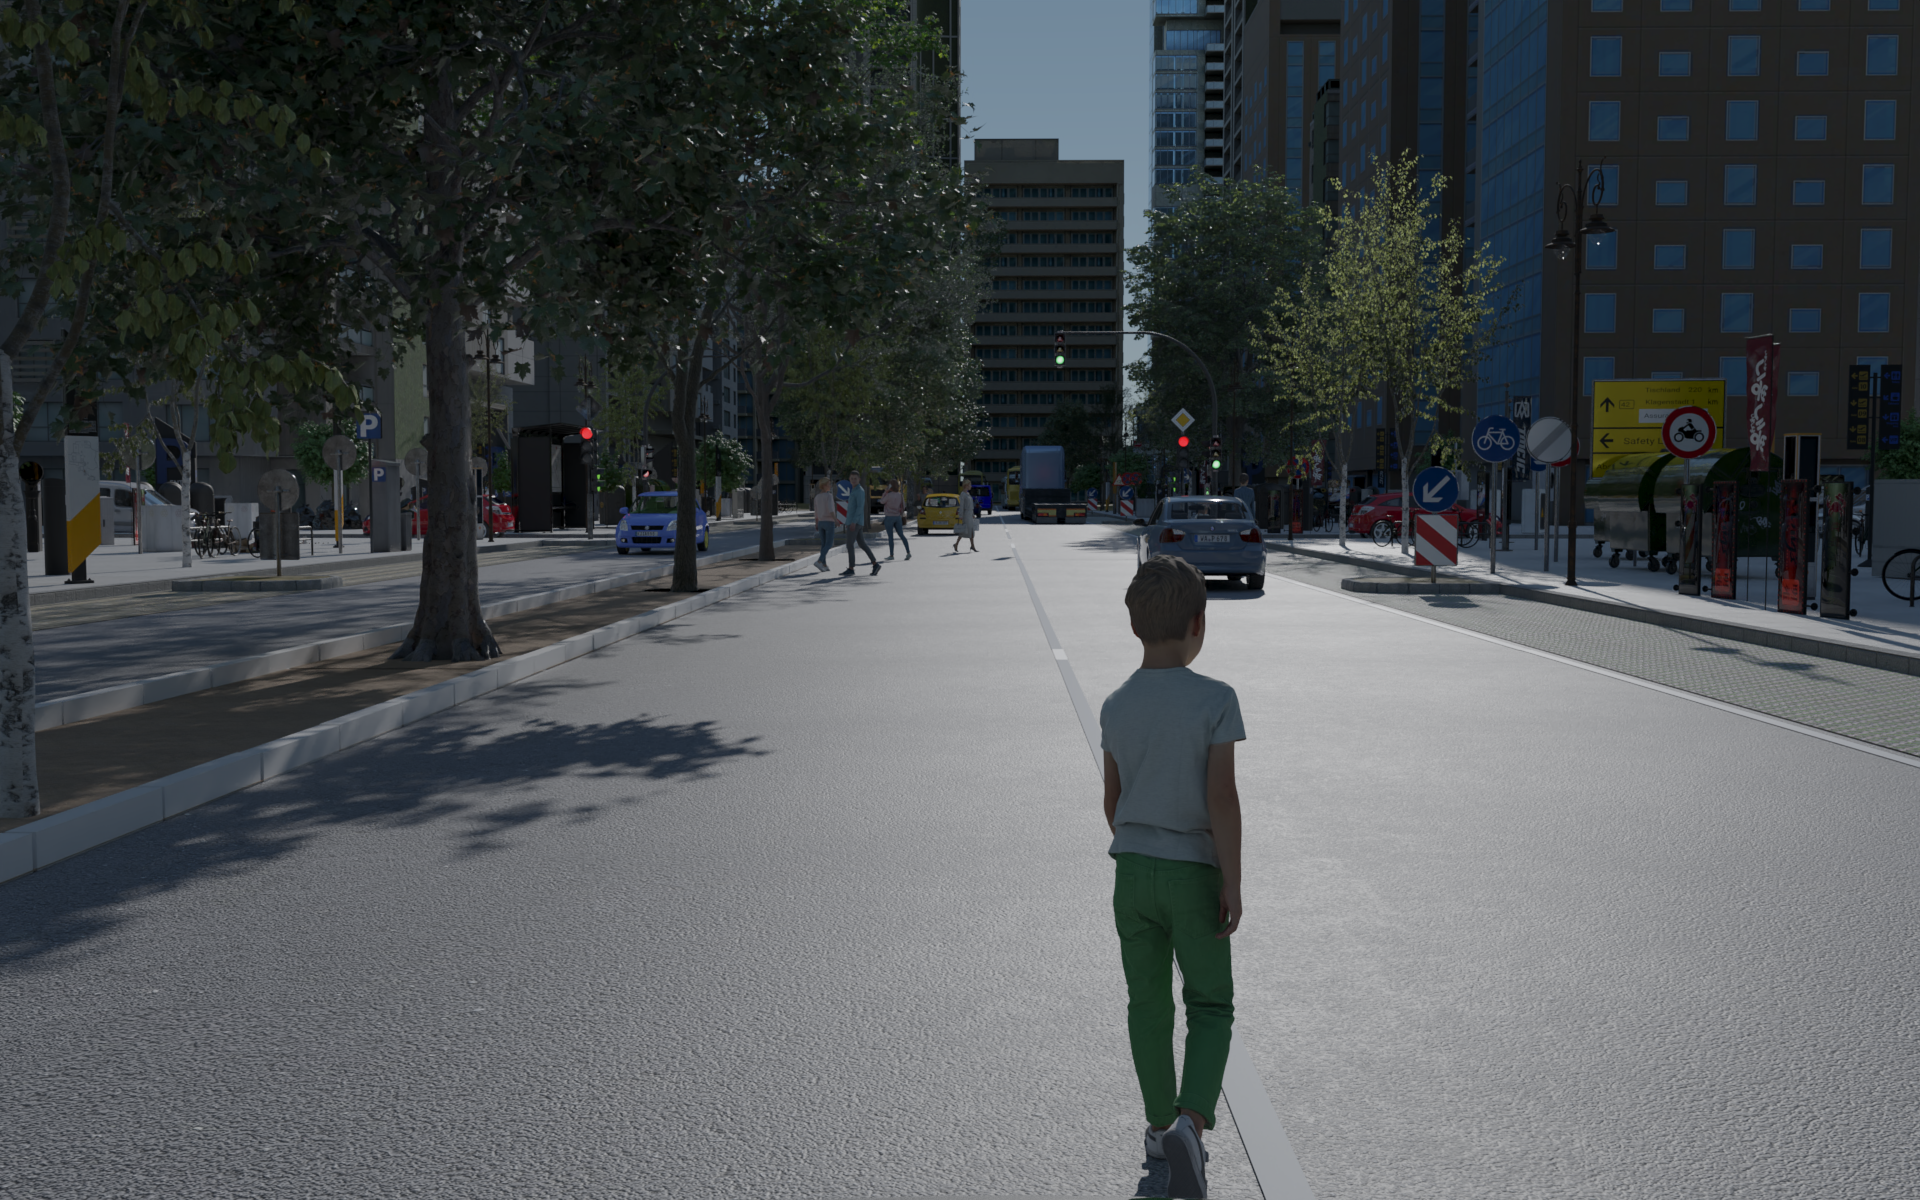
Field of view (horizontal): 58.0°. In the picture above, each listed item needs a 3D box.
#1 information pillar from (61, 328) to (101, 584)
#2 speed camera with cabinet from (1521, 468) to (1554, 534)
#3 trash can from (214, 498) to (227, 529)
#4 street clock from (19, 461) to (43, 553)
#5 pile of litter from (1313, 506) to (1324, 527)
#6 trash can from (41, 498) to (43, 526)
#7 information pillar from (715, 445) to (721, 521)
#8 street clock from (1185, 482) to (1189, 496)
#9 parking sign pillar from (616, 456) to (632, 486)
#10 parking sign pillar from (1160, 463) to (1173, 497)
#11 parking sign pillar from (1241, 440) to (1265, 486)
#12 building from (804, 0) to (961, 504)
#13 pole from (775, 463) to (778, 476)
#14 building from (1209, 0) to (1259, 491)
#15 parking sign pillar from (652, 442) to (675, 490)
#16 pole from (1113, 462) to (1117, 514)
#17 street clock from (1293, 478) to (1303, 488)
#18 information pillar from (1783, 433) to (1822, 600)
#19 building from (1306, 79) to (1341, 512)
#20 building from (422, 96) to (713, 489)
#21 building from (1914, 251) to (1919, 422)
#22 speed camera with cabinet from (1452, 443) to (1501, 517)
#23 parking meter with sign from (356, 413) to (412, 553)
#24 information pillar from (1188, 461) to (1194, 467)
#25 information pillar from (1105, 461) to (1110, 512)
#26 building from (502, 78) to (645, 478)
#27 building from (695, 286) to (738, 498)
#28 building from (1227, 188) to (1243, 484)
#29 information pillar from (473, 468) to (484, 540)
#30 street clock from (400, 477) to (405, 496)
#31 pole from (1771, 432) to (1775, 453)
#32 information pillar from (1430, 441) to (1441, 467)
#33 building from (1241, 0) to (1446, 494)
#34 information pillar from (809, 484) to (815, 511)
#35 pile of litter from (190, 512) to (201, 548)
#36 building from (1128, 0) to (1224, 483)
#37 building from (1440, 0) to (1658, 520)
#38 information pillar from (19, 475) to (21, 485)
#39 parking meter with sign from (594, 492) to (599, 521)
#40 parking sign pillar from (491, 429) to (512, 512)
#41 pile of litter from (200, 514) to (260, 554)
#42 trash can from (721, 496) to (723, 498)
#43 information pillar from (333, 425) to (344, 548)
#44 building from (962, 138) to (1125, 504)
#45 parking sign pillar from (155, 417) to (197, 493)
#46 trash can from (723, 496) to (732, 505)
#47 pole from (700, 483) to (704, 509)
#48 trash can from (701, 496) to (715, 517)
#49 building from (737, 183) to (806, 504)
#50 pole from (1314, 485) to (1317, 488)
[{"bbox_3d":[-12.580,-2.045,24.783,0.183,3.616,0.504,2,4,30],"label":"information pillar"},{"bbox_3d":[18.917,-3.810,56.630,0.660,3.252,2.038,2,4,31],"label":"speed camera with cabinet"},{"bbox_3d":[-27.662,-3.230,64.471,0.748,1.137,0.748,0,3,0],"label":"trash can"},{"bbox_3d":[-20.390,-2.049,38.067,0.471,2.002,0.358,-2,4,-27],"label":"street clock"},{"bbox_3d":[13.428,-3.258,67.226,1.719,0.858,1.176,-2,4,-30],"label":"pile of litter"},{"bbox_3d":[-36.915,-3.569,70.014,0.748,1.137,0.748,0,3,0],"label":"trash can"},{"bbox_3d":[-11.467,-5.555,82.177,0.183,3.616,0.504,1,4,14],"label":"information pillar"},{"bbox_3d":[11.102,-4.916,84.954,0.471,2.002,0.358,2,4,34],"label":"street clock"},{"bbox_3d":[-22.558,-7.834,116.563,1.447,3.967,1.447,2,4,27],"label":"parking sign pillar"},{"bbox_3d":[14.676,-8.122,121.264,1.447,3.967,1.447,3,5,43],"label":"parking sign pillar"},{"bbox_3d":[13.884,-5.740,82.319,1.447,3.967,1.447,-3,4,-36],"label":"parking sign pillar"},{"bbox_3d":[-10.286,-48.945,238.507,20.611,71.187,20.563,0,4,1],"label":"building"},{"bbox_3d":[-12.056,-7.331,113.704,0.158,3.312,0.155,0,3,0],"label":"pole"},{"bbox_3d":[36.891,-45.451,181.380,20.563,71.187,20.611,0,4,1],"label":"building"},{"bbox_3d":[-15.338,-6.161,89.204,1.447,3.967,1.447,1,4,15],"label":"parking sign pillar"},{"bbox_3d":[9.923,-7.164,110.977,0.158,3.312,0.155,0,3,0],"label":"pole"},{"bbox_3d":[14.938,-4.424,76.894,0.471,2.002,0.358,2,4,33],"label":"street clock"},{"bbox_3d":[10.198,-1.011,21.024,0.304,2.012,0.304,0,4,-5],"label":"information pillar"},{"bbox_3d":[31.859,-21.551,124.058,14.160,30.474,14.107,0,4,1],"label":"building"},{"bbox_3d":[-38.892,-35.274,165.976,28.713,52.752,27.495,0,4,1],"label":"building"},{"bbox_3d":[61.457,-32.902,79.951,28.212,58.520,21.231,0,4,1],"label":"building"},{"bbox_3d":[19.745,-4.419,66.592,0.660,3.252,2.038,-3,5,-42],"label":"speed camera with cabinet"},{"bbox_3d":[-12.674,-2.570,38.280,0.543,3.016,1.738,0,4,5],"label":"parking meter with sign"},{"bbox_3d":[15.013,-7.427,112.779,0.504,3.616,0.183,-1,4,-14],"label":"information pillar"},{"bbox_3d":[10.451,-8.023,122.533,0.183,3.616,0.504,2,4,29],"label":"information pillar"},{"bbox_3d":[-34.892,-43.002,141.330,20.563,71.187,20.611,0,4,1],"label":"building"},{"bbox_3d":[-31.536,-25.406,187.085,14.107,30.474,14.160,0,4,1],"label":"building"},{"bbox_3d":[32.502,-24.078,165.371,14.160,30.474,14.107,0,4,1],"label":"building"},{"bbox_3d":[-13.558,-2.688,48.448,0.304,2.012,0.304,1,4,23],"label":"information pillar"},{"bbox_3d":[-23.844,-4.219,73.543,0.358,2.002,0.471,3,5,43],"label":"street clock"},{"bbox_3d":[21.667,-3.211,46.335,0.158,3.312,0.155,0,3,0],"label":"pole"},{"bbox_3d":[20.670,-5.137,75.342,0.504,3.616,0.183,-1,4,-17],"label":"information pillar"},{"bbox_3d":[32.433,-30.594,150.328,14.600,45.320,14.200,0,4,1],"label":"building"},{"bbox_3d":[-10.926,-7.551,127.944,0.304,2.012,0.304,-2,4,-29],"label":"information pillar"},{"bbox_3d":[-17.956,-1.679,41.409,1.719,0.858,1.176,2,4,25],"label":"pile of litter"},{"bbox_3d":[37.913,-56.626,238.502,31.000,86.520,22.319,0,4,1],"label":"building"},{"bbox_3d":[30.561,-27.609,101.512,14.600,45.320,14.200,0,4,1],"label":"building"},{"bbox_3d":[-33.364,-3.466,61.157,0.304,2.012,0.304,0,4,-8],"label":"information pillar"},{"bbox_3d":[-17.564,-5.256,82.195,0.543,3.016,1.738,3,5,44],"label":"parking meter with sign"},{"bbox_3d":[-18.752,-5.033,70.760,1.447,3.967,1.447,-2,4,-35],"label":"parking sign pillar"},{"bbox_3d":[-15.510,-1.473,38.043,1.176,0.858,1.719,3,5,44],"label":"pile of litter"},{"bbox_3d":[-17.603,-7.020,126.438,0.748,1.137,0.748,0,3,0],"label":"trash can"},{"bbox_3d":[-14.862,-3.060,41.382,0.183,3.616,0.504,0,4,-6],"label":"information pillar"},{"bbox_3d":[11.212,-37.627,238.895,21.600,48.544,21.300,0,4,1],"label":"building"},{"bbox_3d":[-27.346,-4.401,60.425,1.447,3.967,1.447,-1,4,-16],"label":"parking sign pillar"},{"bbox_3d":[-14.094,-5.861,107.478,0.748,1.137,0.748,0,3,0],"label":"trash can"},{"bbox_3d":[-14.977,-6.532,100.642,0.158,3.312,0.155,0,3,0],"label":"pole"},{"bbox_3d":[-14.173,-5.221,97.023,0.748,1.137,0.748,0,3,0],"label":"trash can"},{"bbox_3d":[-35.475,-35.819,240.258,28.867,44.769,22.147,0,4,1],"label":"building"},{"bbox_3d":[23.527,-7.388,114.631,0.158,3.312,0.155,0,3,0],"label":"pole"}]
